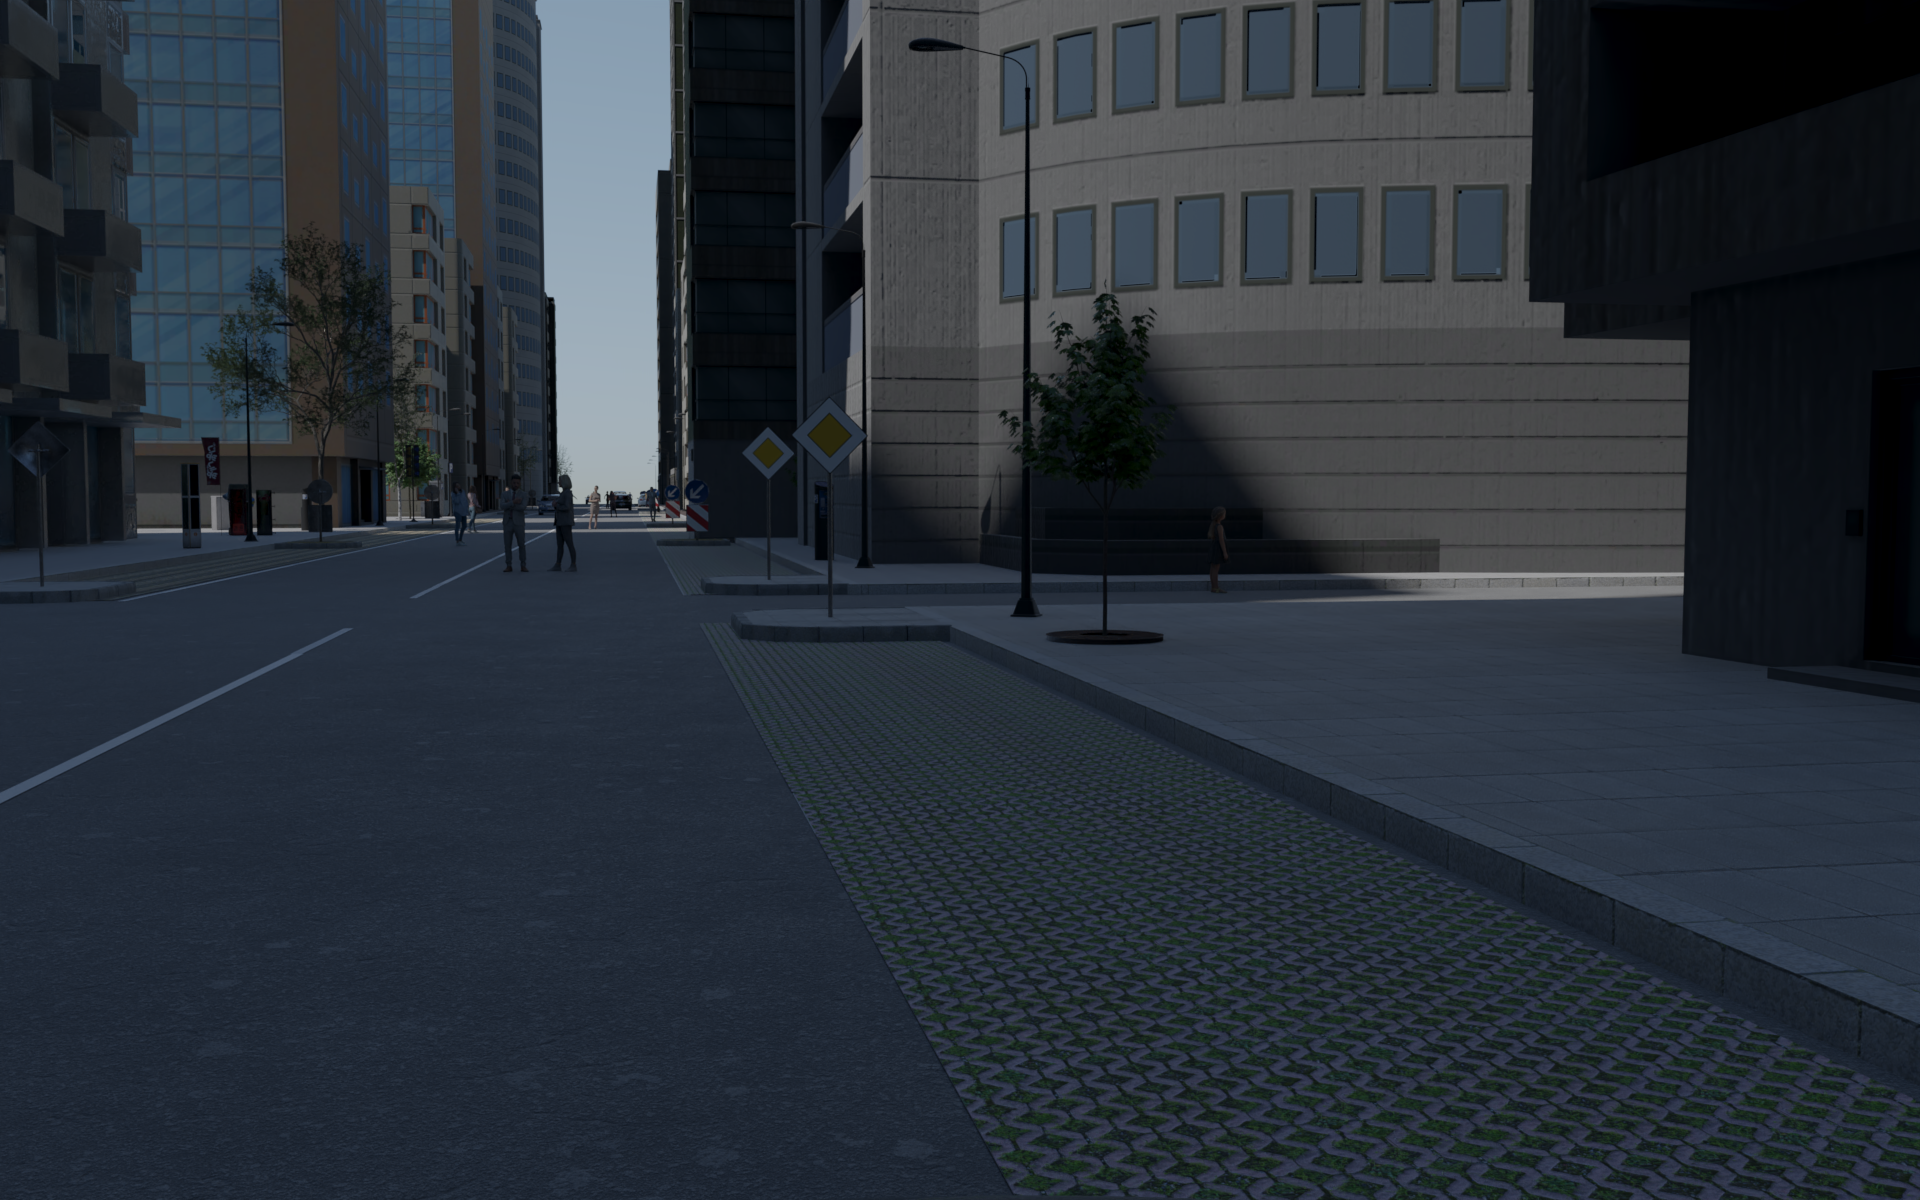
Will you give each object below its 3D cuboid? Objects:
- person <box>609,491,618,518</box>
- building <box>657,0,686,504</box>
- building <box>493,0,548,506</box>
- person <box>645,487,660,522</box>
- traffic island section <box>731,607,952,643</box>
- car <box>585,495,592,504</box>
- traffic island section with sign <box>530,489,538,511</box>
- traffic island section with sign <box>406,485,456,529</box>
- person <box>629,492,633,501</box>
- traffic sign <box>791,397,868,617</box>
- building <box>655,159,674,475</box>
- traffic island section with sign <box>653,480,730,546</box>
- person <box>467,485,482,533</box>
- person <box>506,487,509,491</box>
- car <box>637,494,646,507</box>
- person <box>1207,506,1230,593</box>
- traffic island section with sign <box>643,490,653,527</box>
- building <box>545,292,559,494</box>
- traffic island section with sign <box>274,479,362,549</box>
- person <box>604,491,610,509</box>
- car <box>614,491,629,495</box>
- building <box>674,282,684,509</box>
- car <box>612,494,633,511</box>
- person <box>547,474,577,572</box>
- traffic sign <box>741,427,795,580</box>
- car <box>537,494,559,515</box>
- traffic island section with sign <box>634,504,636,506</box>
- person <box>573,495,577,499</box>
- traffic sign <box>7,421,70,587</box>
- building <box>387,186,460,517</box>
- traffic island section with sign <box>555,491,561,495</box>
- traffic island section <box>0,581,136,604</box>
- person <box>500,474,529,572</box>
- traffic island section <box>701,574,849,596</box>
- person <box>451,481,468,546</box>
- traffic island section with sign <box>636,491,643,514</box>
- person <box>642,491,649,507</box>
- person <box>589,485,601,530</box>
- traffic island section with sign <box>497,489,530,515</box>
[{"bbox_3d":[-21.152,-5.850,105.614,0.415,1.643,0.593,3,4,38],"label":"person"},{"bbox_3d":[-29.181,-48.151,225.514,20.563,71.187,20.611,-1,4,-11],"label":"building"},{"bbox_3d":[-57.122,-39.656,190.374,21.231,58.520,28.212,-1,4,-11],"label":"building"},{"bbox_3d":[-15.757,-4.905,88.817,0.709,1.813,0.853,-1,4,-20],"label":"person"},{"bbox_3d":[-1.331,0.258,18.056,2.009,0.180,2.903,-1,4,-11],"label":"traffic island section"},{"bbox_3d":[-51.939,-14.181,244.432,1.945,1.354,3.894,-1,4,-9],"label":"car"},{"bbox_3d":[-36.667,-8.571,148.764,1.989,1.847,2.006,-1,4,-11],"label":"traffic island section with sign"},{"bbox_3d":[-22.023,-3.898,72.358,1.989,1.847,2.006,-1,4,-11],"label":"traffic island section with sign"},{"bbox_3d":[-45.577,-14.067,239.433,0.756,1.711,0.436,1,4,17],"label":"person"},{"bbox_3d":[-1.353,-0.877,17.974,0.795,2.450,0.064,-1,4,-11],"label":"traffic sign"},{"bbox_3d":[-32.336,-38.151,247.477,21.300,48.544,21.600,-1,4,-11],"label":"building"},{"bbox_3d":[-7.464,-2.425,48.281,1.989,1.847,2.006,-1,4,-11],"label":"traffic island section with sign"},{"bbox_3d":[-17.807,-3.313,63.255,0.593,1.750,0.643,3,5,43],"label":"person"},{"bbox_3d":[-24.785,-5.301,95.188,0.660,1.820,0.620,-1,4,-13],"label":"person"},{"bbox_3d":[-34.259,-10.832,189.105,2.014,1.417,4.499,-1,4,-12],"label":"car"},{"bbox_3d":[3.749,-0.727,25.059,0.373,1.253,0.362,0,4,-7],"label":"person"},{"bbox_3d":[-12.531,-4.045,74.758,1.989,1.847,2.006,-1,4,-11],"label":"traffic island section with sign"},{"bbox_3d":[-64.000,-28.821,242.923,14.160,30.474,14.107,-1,4,-11],"label":"building"},{"bbox_3d":[-16.964,-2.278,45.880,1.989,1.847,2.006,-1,4,-11],"label":"traffic island section with sign"},{"bbox_3d":[-34.426,-9.802,169.482,1.217,1.735,0.721,3,4,37],"label":"person"},{"bbox_3d":[-40.991,-12.226,208.575,2.281,1.827,5.304,-1,4,-12],"label":"car"},{"bbox_3d":[-9.092,-18.203,142.666,27.650,21.520,28.899,-1,4,-11],"label":"building"},{"bbox_3d":[-29.805,-8.727,152.479,2.009,1.686,4.222,-1,4,-12],"label":"car"},{"bbox_3d":[-7.359,-1.428,32.030,0.526,1.800,0.537,-1,4,-21],"label":"person"},{"bbox_3d":[-2.855,-1.356,25.817,0.795,2.450,0.064,-1,4,-11],"label":"traffic sign"},{"bbox_3d":[-27.987,-6.534,118.828,2.014,1.417,4.499,-1,4,-11],"label":"car"},{"bbox_3d":[-27.060,-8.683,150.588,1.989,1.847,2.006,-1,4,-11],"label":"traffic island section with sign"},{"bbox_3d":[-33.543,-8.548,149.084,1.217,1.723,0.721,-2,4,-24],"label":"person"},{"bbox_3d":[-12.725,-1.242,23.954,0.795,2.450,0.064,-1,4,-11],"label":"traffic sign"},{"bbox_3d":[-46.155,-16.162,109.295,27.650,21.520,28.899,-1,4,-11],"label":"building"},{"bbox_3d":[-47.130,-11.910,203.352,1.989,1.847,2.006,-1,4,-11],"label":"traffic island section with sign"},{"bbox_3d":[-12.746,-0.106,24.011,2.009,0.180,2.903,-1,4,-11],"label":"traffic island section"},{"bbox_3d":[-8.191,-1.416,31.834,0.511,1.800,0.466,-1,4,-22],"label":"person"},{"bbox_3d":[-2.834,-0.221,25.899,2.009,0.180,2.903,-1,4,-11],"label":"traffic island section"},{"bbox_3d":[-13.879,-2.401,48.017,0.793,1.790,0.793,-1,4,-10],"label":"person"},{"bbox_3d":[-21.995,-7.062,124.097,1.989,1.847,2.006,-1,4,-11],"label":"traffic island section with sign"},{"bbox_3d":[-33.370,-10.790,185.016,1.348,1.812,0.705,1,4,20],"label":"person"},{"bbox_3d":[-14.694,-3.724,69.729,0.599,1.781,0.374,-2,4,-34],"label":"person"},{"bbox_3d":[-31.547,-6.938,122.070,1.989,1.847,2.006,-1,4,-11],"label":"traffic island section with sign"}]
